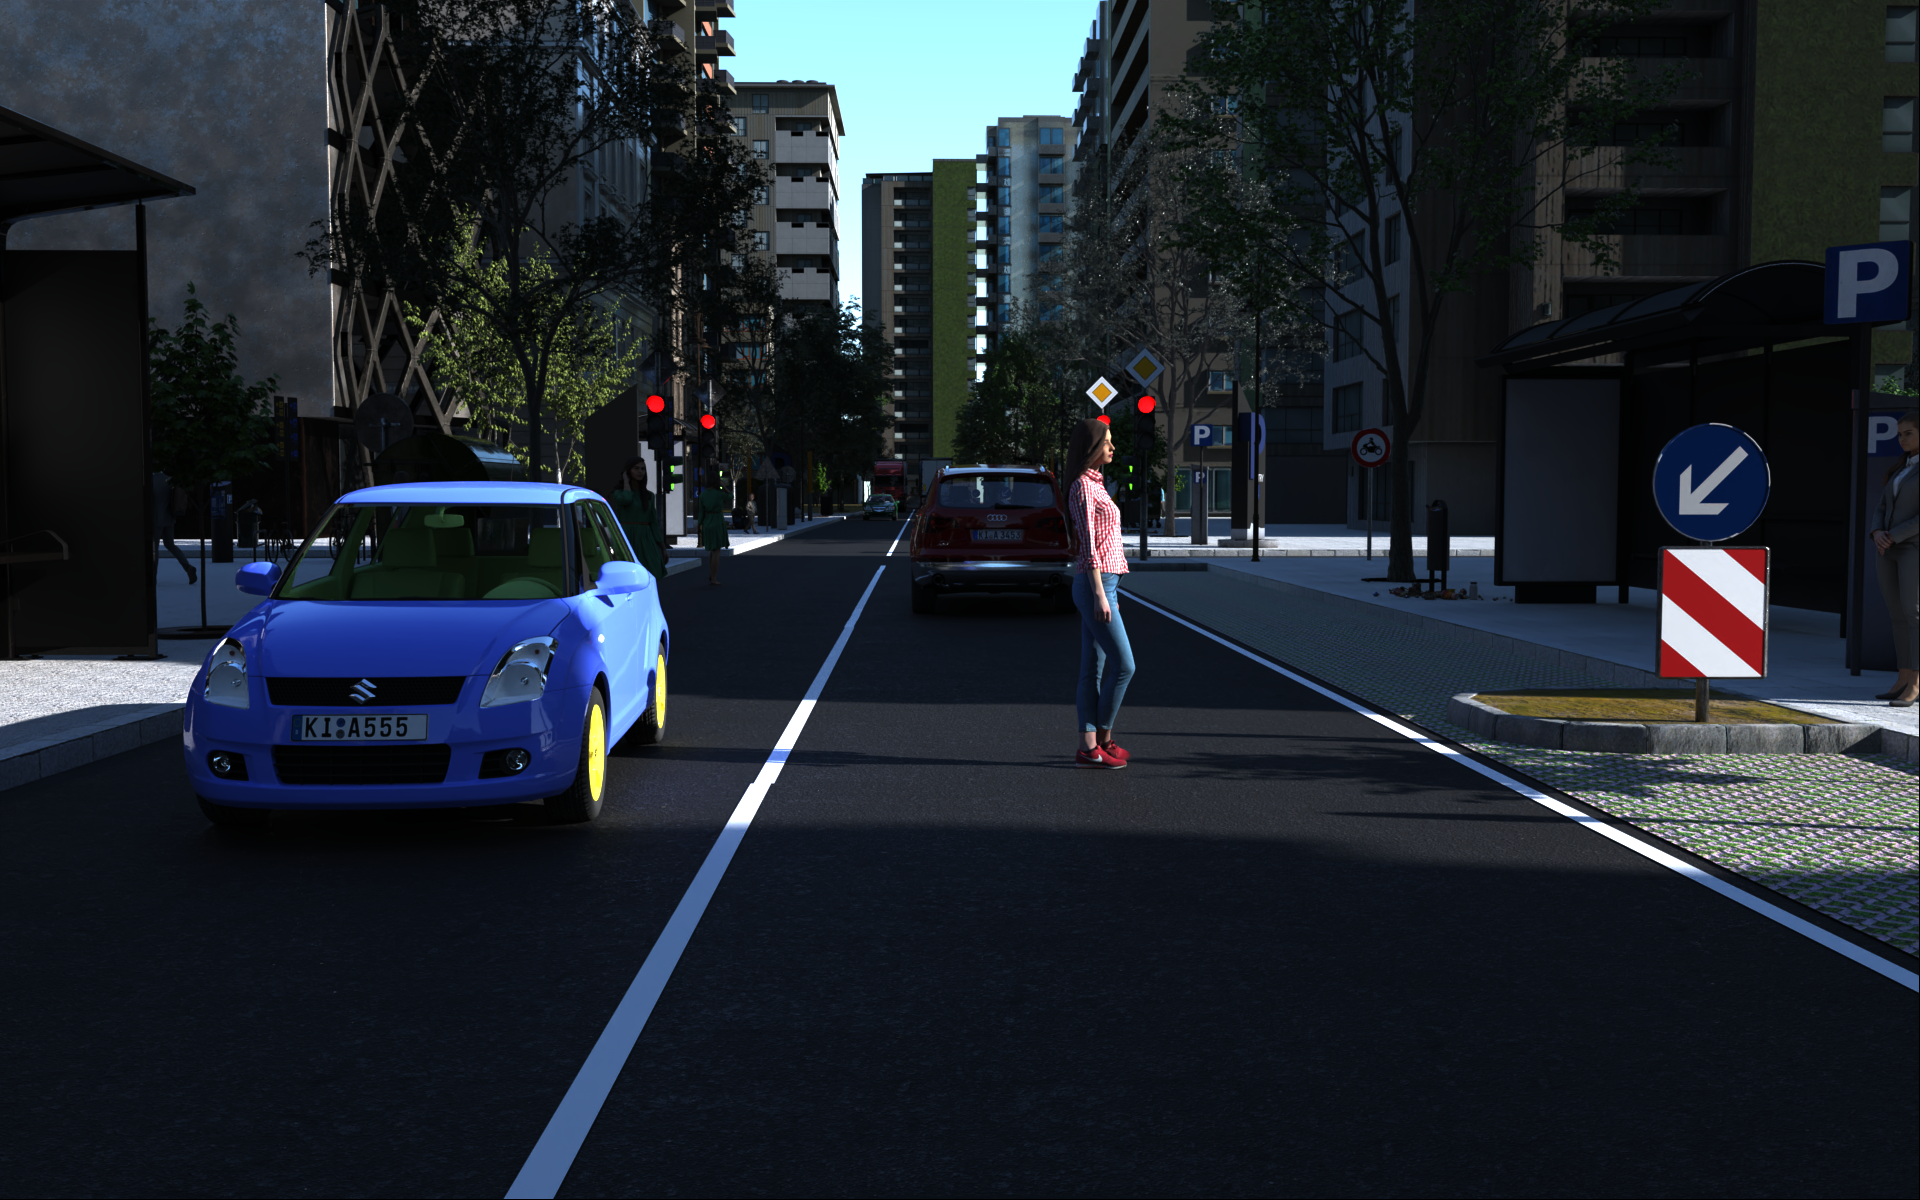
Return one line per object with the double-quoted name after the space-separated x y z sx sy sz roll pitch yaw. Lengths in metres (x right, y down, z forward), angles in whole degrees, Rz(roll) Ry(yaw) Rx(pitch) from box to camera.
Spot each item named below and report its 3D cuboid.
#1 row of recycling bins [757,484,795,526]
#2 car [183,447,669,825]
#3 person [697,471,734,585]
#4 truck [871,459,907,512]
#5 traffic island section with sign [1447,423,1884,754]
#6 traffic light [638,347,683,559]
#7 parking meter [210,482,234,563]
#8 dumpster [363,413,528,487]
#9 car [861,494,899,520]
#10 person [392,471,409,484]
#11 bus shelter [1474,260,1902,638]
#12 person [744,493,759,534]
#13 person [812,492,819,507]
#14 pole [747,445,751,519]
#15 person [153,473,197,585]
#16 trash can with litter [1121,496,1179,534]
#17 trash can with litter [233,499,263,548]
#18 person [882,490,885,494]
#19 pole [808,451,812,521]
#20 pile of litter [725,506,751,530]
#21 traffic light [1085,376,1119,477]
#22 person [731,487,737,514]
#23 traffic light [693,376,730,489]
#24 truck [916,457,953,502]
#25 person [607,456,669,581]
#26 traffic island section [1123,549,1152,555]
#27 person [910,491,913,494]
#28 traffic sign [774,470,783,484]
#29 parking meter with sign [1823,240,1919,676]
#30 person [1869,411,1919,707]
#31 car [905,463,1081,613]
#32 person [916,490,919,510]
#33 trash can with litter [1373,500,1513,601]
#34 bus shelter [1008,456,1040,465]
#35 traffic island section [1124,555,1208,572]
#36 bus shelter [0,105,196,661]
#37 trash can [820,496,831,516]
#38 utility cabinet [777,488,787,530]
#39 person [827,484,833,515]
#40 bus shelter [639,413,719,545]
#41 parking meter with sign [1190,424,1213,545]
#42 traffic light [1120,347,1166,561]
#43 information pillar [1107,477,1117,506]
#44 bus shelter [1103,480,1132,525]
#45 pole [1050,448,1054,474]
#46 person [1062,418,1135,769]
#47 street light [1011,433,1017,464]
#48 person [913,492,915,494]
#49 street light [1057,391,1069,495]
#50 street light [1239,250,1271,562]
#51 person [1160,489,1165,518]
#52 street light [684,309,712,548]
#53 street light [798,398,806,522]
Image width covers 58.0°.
-7.481 -3.907 70.989 1.069 1.692 3.534 1 4 8 "row of recycling bins"
-2.478 0.057 8.659 1.945 1.707 3.694 0 4 -3 "car"
-3.908 -1.143 27.428 0.600 1.795 0.529 0 4 7 "person"
-5.559 -9.200 139.340 2.839 4.237 11.283 0 4 -1 "truck"
4.062 -0.110 10.424 1.989 1.847 2.006 0 4 -1 "traffic island section with sign"
-5.736 -2.702 33.097 0.839 4.253 0.868 0 4 -1 "traffic light"
-13.824 -1.469 32.432 0.372 1.533 0.369 0 3 0 "parking meter"
-6.095 -1.110 20.649 1.502 2.255 1.985 0 4 -1 "dumpster"
-4.387 -5.120 95.508 2.131 1.459 4.920 0 4 -1 "car"
-5.565 -0.527 17.259 0.523 1.515 0.503 -1 4 -12 "person"
7.130 -1.458 17.755 2.014 3.302 5.546 0 4 -1 "bus shelter"
-6.678 -2.768 55.576 0.640 1.303 0.475 1 4 22 "person"
-14.909 -10.481 177.963 0.990 1.755 0.434 -1 4 -16 "person"
-8.790 -4.794 72.226 0.158 3.312 0.155 0 3 0 "pole"
-11.253 -1.126 24.415 0.822 1.834 0.622 1 4 11 "person"
6.126 -2.780 56.515 2.233 1.210 1.678 0 4 -8 "trash can with litter"
-17.186 -1.823 41.189 1.055 1.170 0.624 -2 4 -35 "trash can with litter"
-5.346 -6.868 121.737 0.436 1.711 0.756 -2 4 -29 "person"
-7.142 -5.417 82.404 0.158 3.312 0.155 0 3 0 "pole"
-8.257 -2.973 62.574 1.719 0.858 1.176 -3 5 -43 "pile of litter"
3.352 -3.203 41.294 0.839 4.253 0.868 0 4 -1 "traffic light"
-14.249 -6.276 108.991 0.374 1.781 0.599 1 4 20 "person"
-5.907 -3.190 41.081 0.839 4.253 0.868 0 4 -1 "traffic light"
-2.017 -9.128 138.160 2.839 4.237 11.283 0 4 -3 "truck"
-3.107 -0.479 16.573 0.529 1.795 0.600 3 5 40 "person"
3.392 -1.170 41.409 2.009 0.180 2.903 0 4 -1 "traffic island section"
-4.981 -10.068 173.826 0.721 1.743 1.217 3 5 41 "person"
-7.802 -4.358 73.384 0.606 2.300 0.079 0 4 6 "traffic sign"
6.908 -1.008 12.735 0.543 3.016 1.738 3 5 44 "parking meter with sign"
5.780 -0.266 10.667 0.573 1.790 0.520 -2 4 -27 "person"
0.410 -0.838 22.377 2.281 1.827 5.304 0 4 0 "car"
-3.883 -9.276 160.173 1.348 1.824 0.705 1 4 9 "person"
6.005 -0.656 21.777 1.678 1.210 2.233 0 4 -1 "trash can with litter"
4.105 -7.306 110.728 1.731 3.624 6.357 0 4 -1 "bus shelter"
3.563 -0.682 33.426 2.009 0.180 2.903 0 4 -1 "traffic island section"
-6.652 -1.164 10.307 1.731 3.624 6.357 0 4 -1 "bus shelter"
-7.921 -5.535 102.155 0.748 1.137 0.748 0 3 0 "trash can"
-6.394 -3.278 62.270 0.318 1.500 1.173 -1 4 -10 "utility cabinet"
-7.854 -6.021 103.845 0.474 1.900 0.648 -2 4 -27 "person"
-7.736 -3.191 46.104 2.014 3.302 5.546 0 4 -1 "bus shelter"
6.126 -2.926 44.099 0.543 3.016 1.738 0 4 7 "parking meter with sign"
3.523 -2.715 33.311 0.839 4.253 0.868 0 4 -1 "traffic light"
5.777 -4.557 65.867 0.183 3.616 0.504 -2 4 -35 "information pillar"
6.203 -4.844 73.122 2.014 3.302 5.546 0 4 -1 "bus shelter"
4.075 -5.062 76.602 0.158 3.312 0.155 0 3 0 "pole"
0.725 -0.031 9.015 0.388 1.821 0.555 0 4 -3 "person"
3.712 -8.766 116.114 0.468 5.910 1.993 0 4 -1 "street light"
-4.481 -9.685 168.316 0.415 1.643 0.593 -1 4 -21 "person"
4.592 -6.424 77.814 0.468 5.910 1.993 0 4 -1 "street light"
5.626 -3.670 32.790 0.468 5.910 1.993 0 4 -1 "street light"
10.820 -5.296 92.648 0.620 1.820 0.660 -1 4 -12 "person"
-6.226 -4.191 41.318 0.468 5.910 1.993 0 4 -1 "street light"
-7.193 -6.498 79.037 0.468 5.910 1.993 0 4 -1 "street light"
